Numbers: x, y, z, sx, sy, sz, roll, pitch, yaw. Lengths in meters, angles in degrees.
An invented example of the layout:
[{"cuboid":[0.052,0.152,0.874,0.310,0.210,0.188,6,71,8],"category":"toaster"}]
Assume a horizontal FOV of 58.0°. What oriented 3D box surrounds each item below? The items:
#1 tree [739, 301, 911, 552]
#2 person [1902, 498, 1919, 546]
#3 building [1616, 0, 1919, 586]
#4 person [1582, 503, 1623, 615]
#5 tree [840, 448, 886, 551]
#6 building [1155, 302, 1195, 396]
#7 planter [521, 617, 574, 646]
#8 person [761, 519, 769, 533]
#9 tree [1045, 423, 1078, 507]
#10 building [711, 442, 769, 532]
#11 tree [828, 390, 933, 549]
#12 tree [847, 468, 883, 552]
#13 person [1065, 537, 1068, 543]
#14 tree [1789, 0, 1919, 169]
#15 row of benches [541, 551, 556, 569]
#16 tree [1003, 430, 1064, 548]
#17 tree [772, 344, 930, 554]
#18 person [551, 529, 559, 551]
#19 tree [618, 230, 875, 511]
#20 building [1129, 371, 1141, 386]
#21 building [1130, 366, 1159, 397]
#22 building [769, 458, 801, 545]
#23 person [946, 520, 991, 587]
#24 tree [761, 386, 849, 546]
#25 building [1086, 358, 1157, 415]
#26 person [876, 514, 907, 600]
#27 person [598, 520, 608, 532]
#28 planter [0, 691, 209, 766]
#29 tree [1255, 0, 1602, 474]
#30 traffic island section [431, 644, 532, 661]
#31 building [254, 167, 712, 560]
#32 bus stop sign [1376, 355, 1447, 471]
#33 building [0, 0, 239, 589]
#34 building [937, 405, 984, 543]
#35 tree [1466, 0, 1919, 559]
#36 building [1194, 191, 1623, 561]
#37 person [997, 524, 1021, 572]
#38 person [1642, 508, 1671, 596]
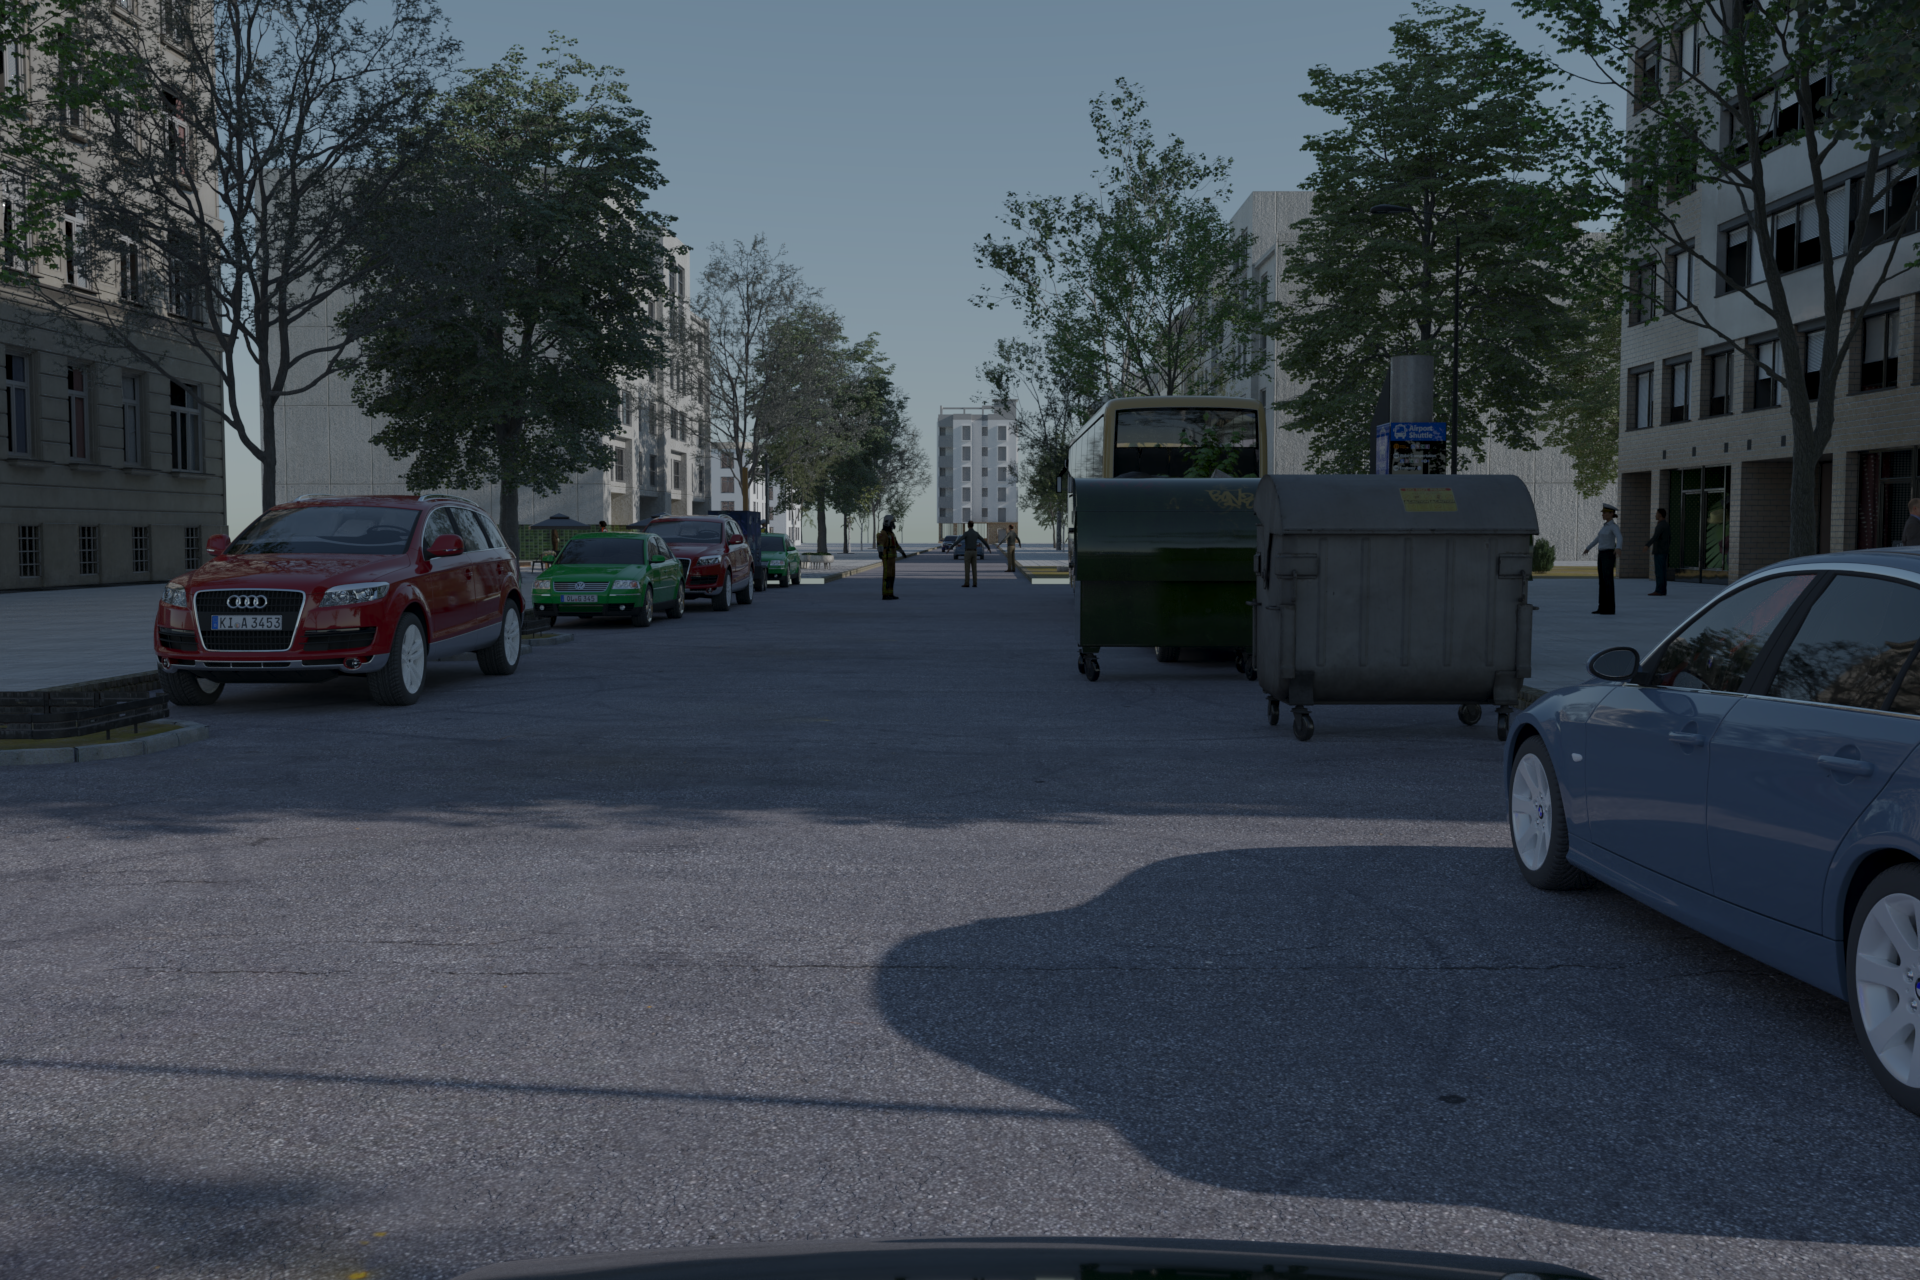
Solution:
[{"cuboid":[-7.539,-11.473,94.242,9.857,13.997,8.962,0,3,0],"category":"tree"},{"cuboid":[12.789,-1.007,23.066,0.434,1.755,0.990,3,4,39],"category":"person"},{"cuboid":[28.266,-13.396,25.604,21.656,26.213,47.522,0,4,1],"category":"building"},{"cuboid":[10.245,-1.294,27.617,0.721,1.778,1.216,0,4,-5],"category":"person"},{"cuboid":[-7.543,-11.121,132.190,4.737,8.622,4.395,0,3,0],"category":"tree"},{"cuboid":[24.773,-18.208,128.635,19.493,23.208,18.063,0,4,1],"category":"building"},{"cuboid":[-6.203,-0.105,22.858,1.991,0.319,1.994,0,4,1],"category":"planter"},{"cuboid":[-6.305,-3.051,56.351,0.721,1.772,1.216,-3,5,-44],"category":"person"},{"cuboid":[7.304,-9.711,109.133,4.360,8.622,3.978,0,3,0],"category":"tree"},{"cuboid":[-23.370,-14.060,172.024,9.099,9.664,28.070,0,4,1],"category":"building"},{"cuboid":[-7.332,-14.541,148.117,12.009,13.543,11.850,0,3,0],"category":"tree"},{"cuboid":[-7.664,-10.564,123.080,4.737,8.622,4.395,0,3,0],"category":"tree"},{"cuboid":[4.653,-3.726,66.774,1.347,1.847,0.705,1,4,21],"category":"person"},{"cuboid":[9.374,-6.329,10.129,9.857,13.997,8.962,0,3,0],"category":"tree"},{"cuboid":[-14.658,-2.914,63.108,1.422,0.672,4.104,-1,4,-22],"category":"row of benches"},{"cuboid":[8.237,-13.457,154.437,7.601,10.594,8.767,3,5,42],"category":"tree"},{"cuboid":[-7.565,-12.390,112.943,12.009,13.543,11.850,0,3,0],"category":"tree"},{"cuboid":[-18.294,-4.418,78.371,0.704,1.812,1.346,-1,4,-20],"category":"person"},{"cuboid":[-8.751,-9.808,70.726,12.009,13.543,11.850,0,3,0],"category":"tree"},{"cuboid":[24.584,-21.038,200.387,16.016,20.090,11.380,0,4,1],"category":"building"},{"cuboid":[27.377,-20.967,173.731,19.493,23.208,18.063,0,4,0],"category":"building"},{"cuboid":[-23.264,-16.081,205.078,9.099,9.664,28.070,0,4,1],"category":"building"},{"cuboid":[0.275,-2.320,46.662,1.348,1.796,0.705,-2,4,-27],"category":"person"},{"cuboid":[-8.197,-8.112,83.000,4.360,8.622,3.978,0,3,0],"category":"tree"},{"cuboid":[25.117,-23.319,212.186,19.493,23.208,18.063,0,4,1],"category":"building"},{"cuboid":[-1.526,-1.805,37.735,0.705,1.858,1.354,1,4,21],"category":"person"},{"cuboid":[-14.376,-3.878,69.543,0.704,1.843,1.345,2,4,24],"category":"person"},{"cuboid":[-6.274,0.578,11.687,1.991,0.319,1.994,0,4,1],"category":"planter"},{"cuboid":[10.206,-7.283,37.198,7.486,12.596,7.792,0,3,0],"category":"tree"},{"cuboid":[-6.176,0.146,20.484,1.991,0.108,1.994,0,4,1],"category":"traffic island section"},{"cuboid":[-25.318,-14.260,99.610,16.747,18.905,31.486,0,4,1],"category":"building"},{"cuboid":[6.718,-2.252,25.841,0.837,3.901,0.837,0,4,0],"category":"bus stop sign"},{"cuboid":[-27.778,-12.338,33.750,16.112,23.069,30.059,0,3,0],"category":"building"},{"cuboid":[-2.985,-23.701,246.387,11.380,20.090,16.016,0,4,3],"category":"building"},{"cuboid":[9.780,-5.747,19.727,9.928,11.665,9.643,0,3,0],"category":"tree"},{"cuboid":[23.542,-14.160,97.970,16.747,18.905,31.486,0,4,1],"category":"building"},{"cuboid":[1.903,-3.457,65.245,0.705,1.796,1.348,3,5,42],"category":"person"},{"cuboid":[14.550,-1.833,36.042,0.705,1.821,1.348,3,5,41],"category":"person"}]
